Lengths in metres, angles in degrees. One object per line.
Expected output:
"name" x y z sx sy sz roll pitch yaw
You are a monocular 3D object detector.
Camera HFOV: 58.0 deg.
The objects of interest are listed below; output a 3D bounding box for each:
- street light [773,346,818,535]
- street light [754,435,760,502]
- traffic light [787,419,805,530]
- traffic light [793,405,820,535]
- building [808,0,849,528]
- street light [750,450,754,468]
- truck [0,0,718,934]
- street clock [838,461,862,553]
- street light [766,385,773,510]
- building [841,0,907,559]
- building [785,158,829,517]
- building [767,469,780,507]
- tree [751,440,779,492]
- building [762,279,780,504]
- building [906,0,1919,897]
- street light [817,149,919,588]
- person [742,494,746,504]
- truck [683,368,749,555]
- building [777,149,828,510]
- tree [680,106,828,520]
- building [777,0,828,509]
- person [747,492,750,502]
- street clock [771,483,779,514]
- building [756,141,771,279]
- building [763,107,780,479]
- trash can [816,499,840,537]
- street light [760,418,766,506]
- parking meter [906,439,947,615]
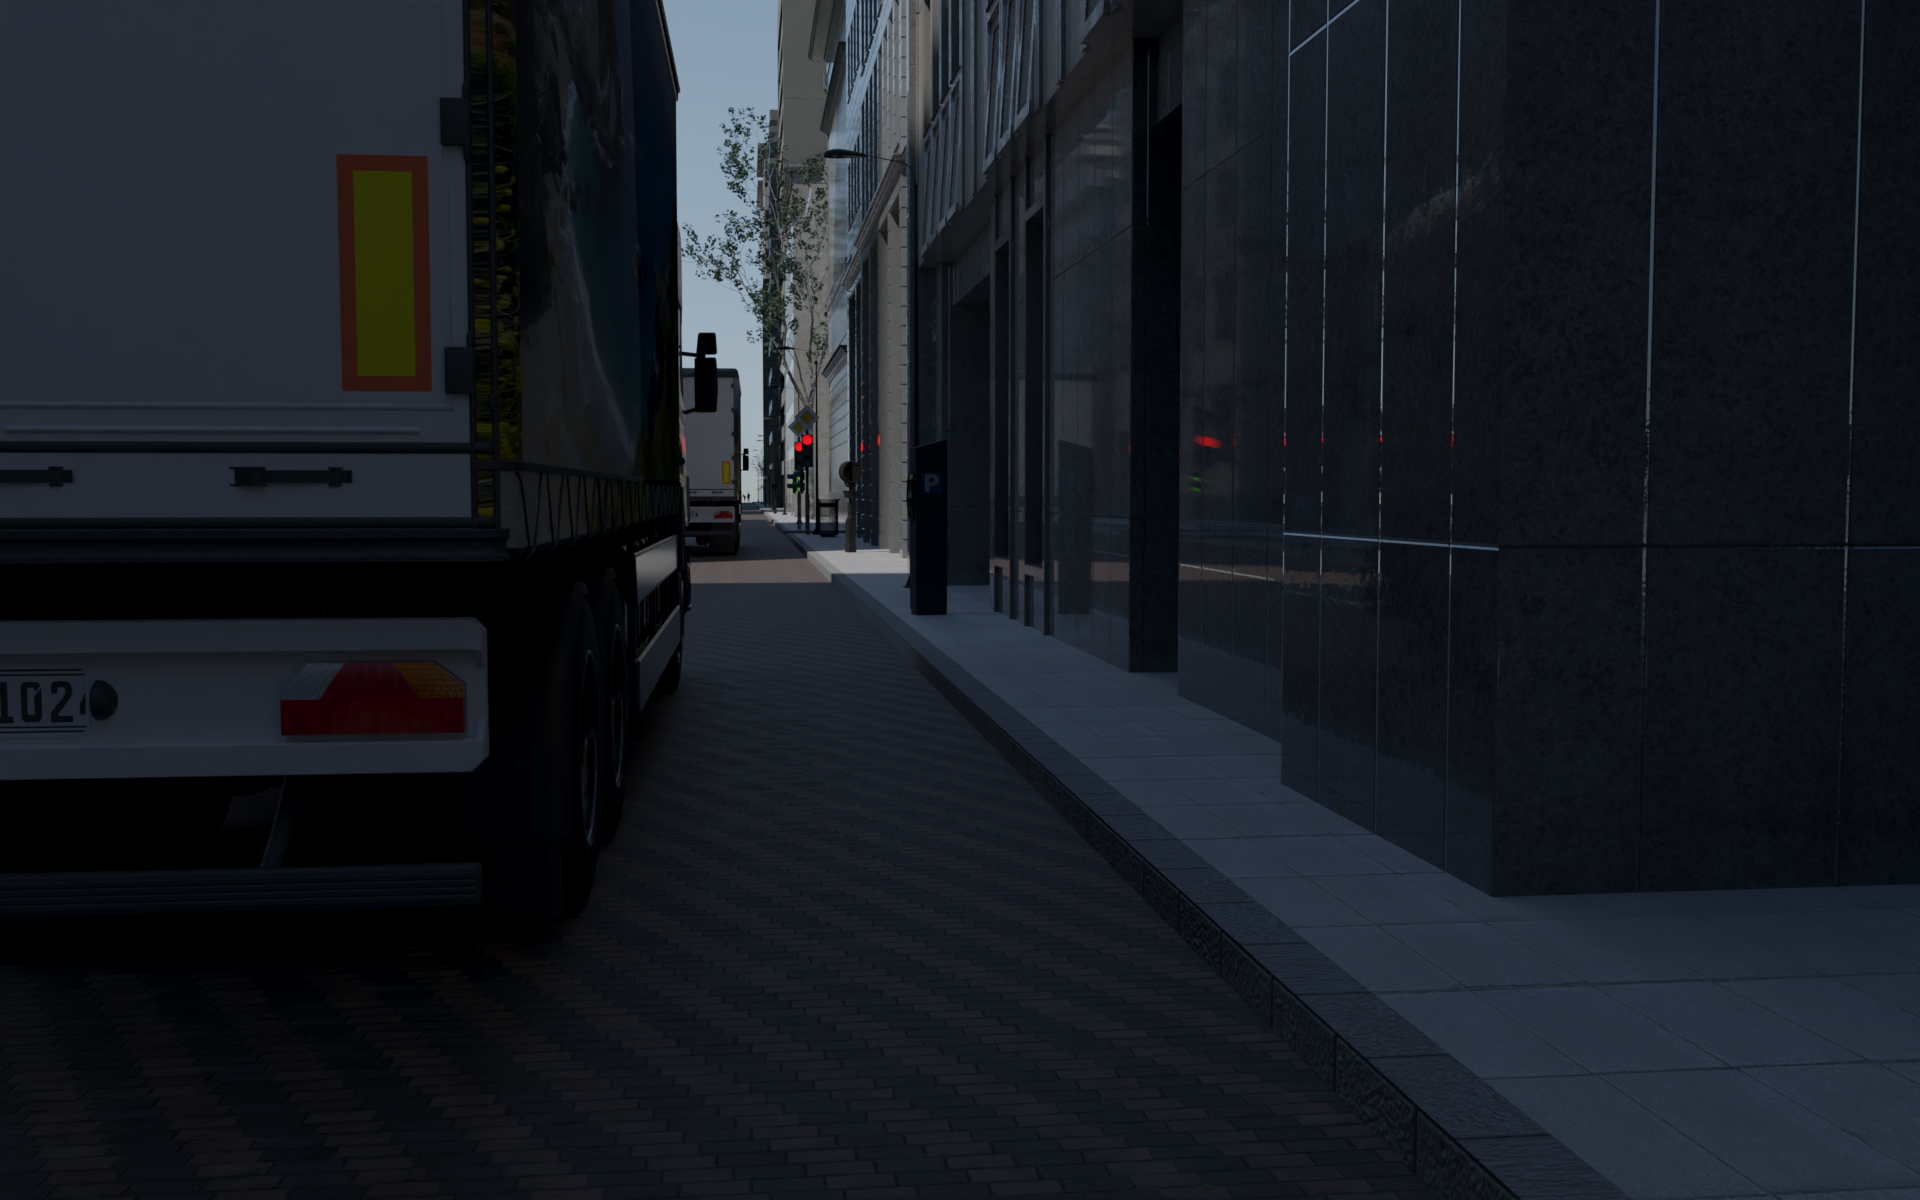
"street light" -5.053 -5.014 54.527 1.470 5.913 1.316 0 4 -7
"street light" -15.219 -10.018 136.341 1.470 5.913 1.316 0 4 -7
"traffic light" -5.826 -4.502 62.525 0.839 4.253 0.868 0 4 -7
"traffic light" -4.836 -4.017 54.601 0.839 4.253 0.868 0 4 -7
"building" 9.132 -14.571 71.519 30.059 22.955 16.112 0 4 -7
"street light" -20.868 -12.732 180.711 1.470 5.913 1.316 0 4 -7
"truck" -2.823 -1.239 9.163 2.839 4.237 11.283 0 4 -7
"street clock" -2.401 -2.042 37.958 0.471 2.002 0.358 -2 4 -32
"street light" -7.405 -6.194 73.817 1.470 5.913 1.316 0 4 -7
"building" 3.606 -16.066 40.168 11.434 29.767 29.804 0 4 -7
"building" -5.081 -15.272 104.447 10.420 20.320 16.860 0 4 -7
"building" -8.802 -44.846 171.484 20.563 71.187 20.611 0 4 -7
"tree" -24.729 -16.687 223.186 4.360 8.622 3.978 0 3 0
"building" -19.478 -28.211 232.954 14.160 30.474 14.107 0 4 -7
"building" 6.423 -12.068 15.335 12.078 24.808 19.932 0 4 -7
"street light" -1.141 -3.119 23.530 1.470 5.913 1.316 0 4 -7
"person" -32.176 -15.056 257.853 0.628 1.438 0.799 -1 4 -9
"truck" -6.801 -3.369 43.991 2.839 4.237 11.283 0 4 -7
"building" -6.745 -20.076 125.508 12.463 27.353 25.104 0 4 -7
"tree" -8.842 -14.104 86.483 12.611 20.169 13.585 0 3 0
"building" -4.943 -32.277 151.427 21.300 48.544 21.600 0 4 -7
"person" -32.176 -15.547 263.605 0.541 1.710 0.530 -1 4 -23
"street clock" -12.111 -6.660 113.461 0.471 2.002 0.358 0 4 3
"building" -15.204 -40.695 254.594 28.713 52.752 27.495 0 4 -7
"building" -10.640 -35.401 198.417 23.786 49.044 30.456 0 4 -7
"trash can" -3.925 -2.444 51.609 0.748 1.137 0.748 0 3 0
"street light" -11.254 -8.137 105.574 1.470 5.913 1.316 0 4 -7
"parking meter" -0.350 -0.776 18.394 0.399 1.863 0.255 -1 4 -16
